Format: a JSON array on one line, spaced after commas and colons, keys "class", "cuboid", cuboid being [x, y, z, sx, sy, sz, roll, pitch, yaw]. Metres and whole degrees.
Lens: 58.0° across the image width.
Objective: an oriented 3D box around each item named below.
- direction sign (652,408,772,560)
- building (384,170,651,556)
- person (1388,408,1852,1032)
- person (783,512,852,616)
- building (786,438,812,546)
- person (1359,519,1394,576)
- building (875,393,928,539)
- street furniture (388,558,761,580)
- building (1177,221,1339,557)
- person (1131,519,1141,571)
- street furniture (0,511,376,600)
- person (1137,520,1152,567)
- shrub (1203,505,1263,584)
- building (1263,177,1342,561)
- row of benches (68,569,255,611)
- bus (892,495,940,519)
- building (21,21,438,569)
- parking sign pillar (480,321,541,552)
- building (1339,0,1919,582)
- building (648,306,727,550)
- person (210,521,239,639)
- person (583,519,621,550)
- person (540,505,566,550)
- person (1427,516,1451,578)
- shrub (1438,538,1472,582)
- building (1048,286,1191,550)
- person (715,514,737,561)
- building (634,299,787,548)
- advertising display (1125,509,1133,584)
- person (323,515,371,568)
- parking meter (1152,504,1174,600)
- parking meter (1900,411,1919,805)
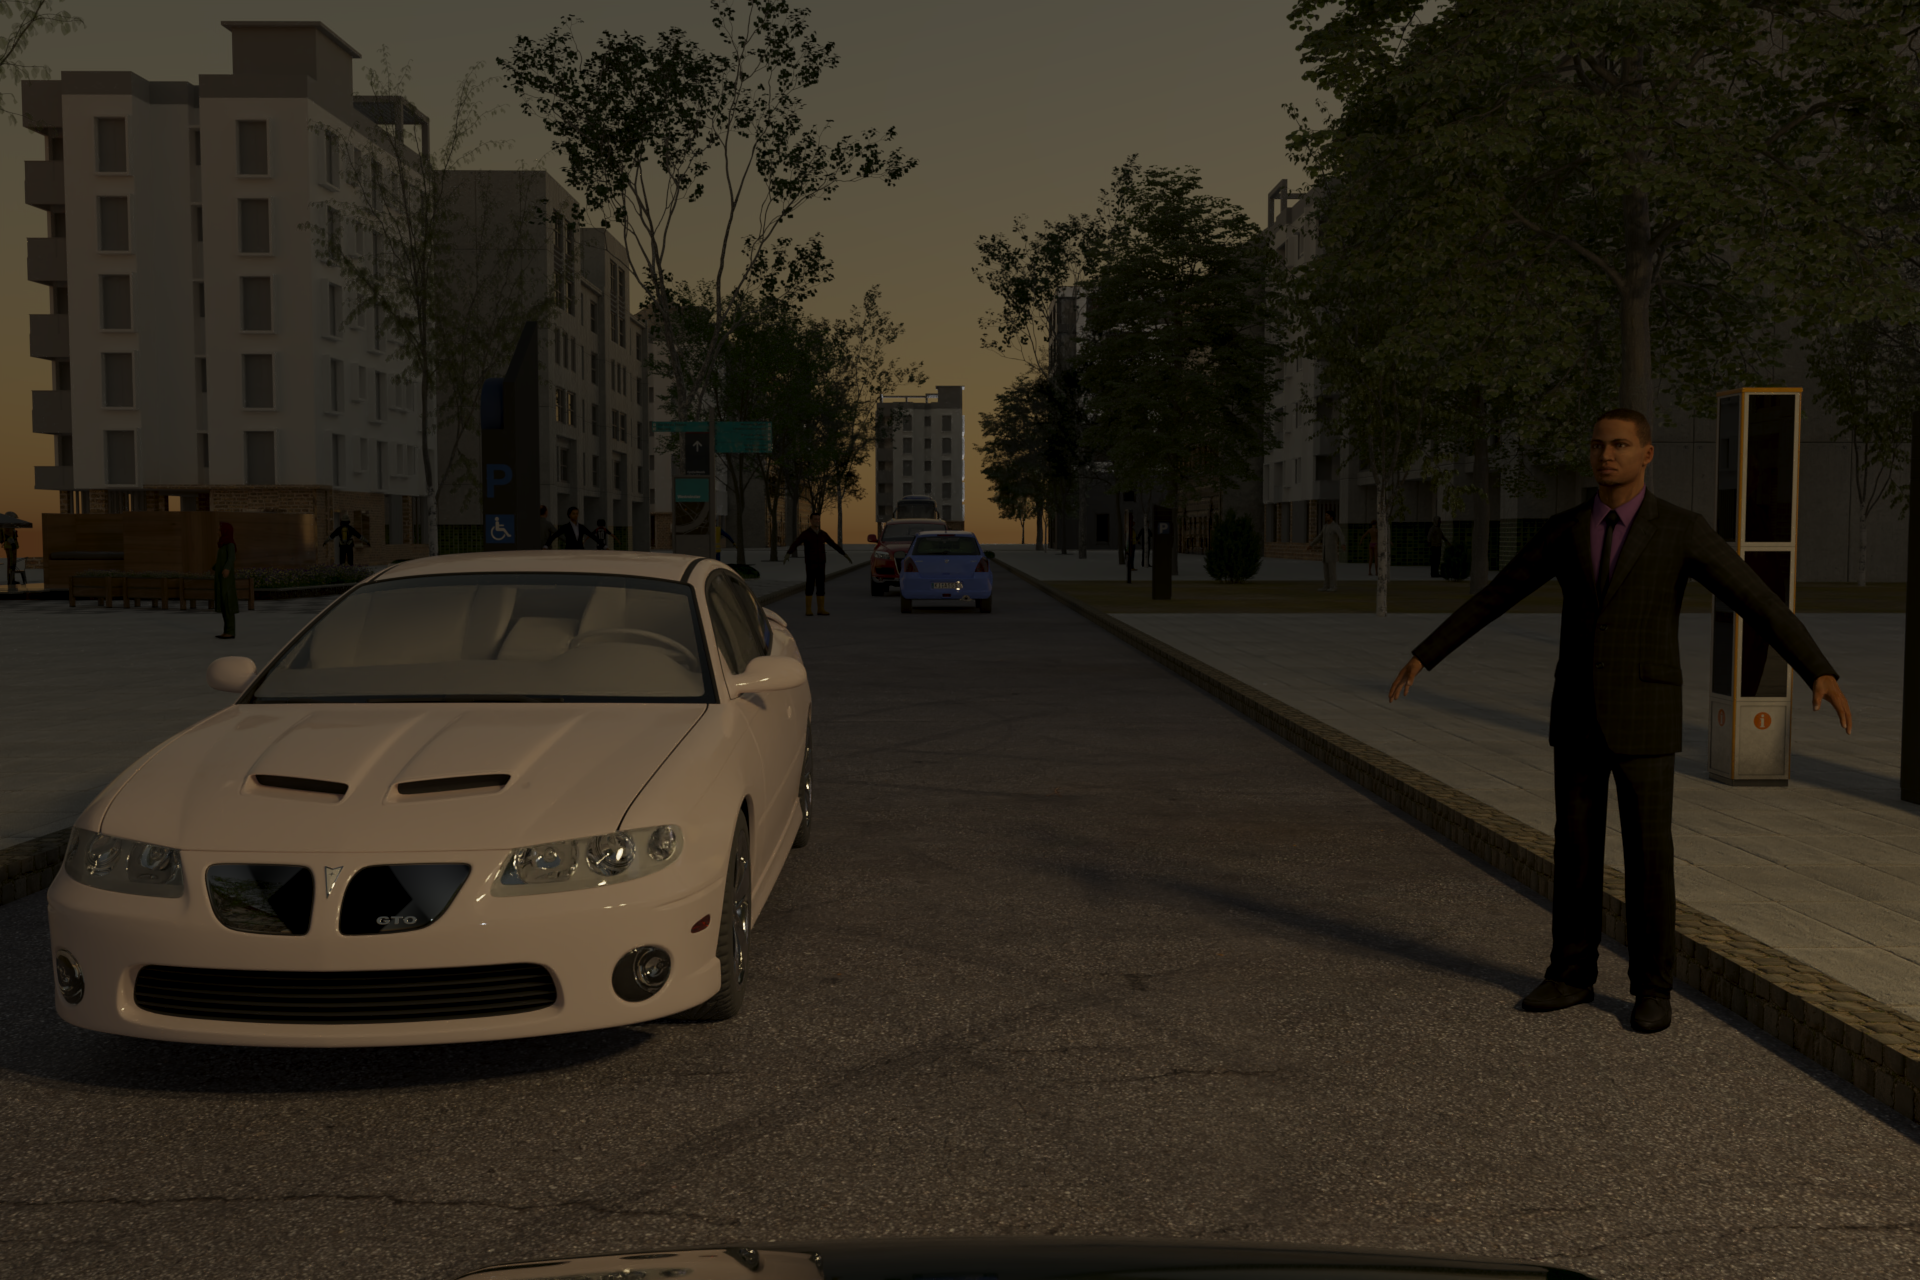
[{"class": "direction sign", "cuboid": [-5.249, -2.965, 37.240, 2.525, 3.948, 1.411, 0, 4, -1]}, {"class": "building", "cuboid": [-28.838, -14.291, 100.111, 16.747, 18.905, 31.486, 0, 4, -1]}, {"class": "person", "cuboid": [1.932, 0.217, 5.138, 1.346, 1.802, 0.704, 3, 5, 41]}, {"class": "person", "cuboid": [-2.527, -1.335, 30.421, 1.346, 1.812, 0.704, -2, 4, -32]}, {"class": "building", "cuboid": [-26.655, -22.222, 194.261, 19.493, 23.208, 18.063, 0, 4, 0]}, {"class": "person", "cuboid": [12.861, -2.862, 53.589, 0.721, 1.733, 1.217, -3, 5, -43]}, {"class": "building", "cuboid": [-10.621, -22.386, 224.885, 11.380, 20.090, 16.016, 0, 4, 2]}, {"class": "street furniture", "cuboid": [-10.673, -1.962, 47.700, 10.072, 0.657, 5.734, 0, 4, 1]}, {"class": "building", "cuboid": [23.869, -16.863, 106.639, 19.493, 23.208, 18.063, 0, 4, -1]}, {"class": "person", "cuboid": [6.011, -3.333, 60.457, 0.705, 1.833, 1.349, 2, 4, 23]}, {"class": "street furniture", "cuboid": [-15.325, -1.844, 36.997, 9.812, 1.723, 11.010, 0, 4, 2]}, {"class": "person", "cuboid": [7.285, -3.769, 67.553, 0.705, 1.837, 1.347, -2, 4, -34]}, {"class": "shrub", "cuboid": [7.085, -2.479, 44.958, 1.690, 2.028, 1.600, 0, 3, 0]}, {"class": "building", "cuboid": [21.793, -14.509, 93.639, 16.016, 20.090, 11.380, 0, 3, 0]}, {"class": "row of benches", "cuboid": [-13.828, -0.876, 29.793, 4.104, 0.672, 1.422, 2, 4, 28]}, {"class": "bus", "cuboid": [-2.721, -7.393, 112.416, 2.896, 3.916, 12.251, 0, 4, 0]}, {"class": "building", "cuboid": [-28.612, -12.780, 65.369, 16.016, 20.090, 11.380, 0, 4, 0]}, {"class": "parking sign pillar", "cuboid": [-5.535, -2.013, 21.385, 1.447, 3.967, 1.447, 0, 4, -1]}, {"class": "building", "cuboid": [25.479, -11.923, 61.400, 16.747, 18.905, 31.486, 0, 4, 0]}, {"class": "building", "cuboid": [-26.062, -17.644, 144.907, 16.016, 20.090, 11.380, 0, 4, -1]}, {"class": "person", "cuboid": [-9.052, -0.734, 21.212, 0.599, 1.438, 0.989, -2, 4, -32]}, {"class": "person", "cuboid": [-13.006, -3.469, 62.862, 1.345, 1.843, 0.704, -1, 4, -8]}, {"class": "person", "cuboid": [-7.402, -1.501, 30.820, 1.348, 1.796, 0.705, 1, 4, 19]}, {"class": "person", "cuboid": [14.054, -2.744, 50.987, 0.705, 1.813, 1.348, 3, 5, 42]}, {"class": "shrub", "cuboid": [13.292, -2.159, 46.409, 1.383, 1.207, 1.383, 0, 3, 0]}, {"class": "building", "cuboid": [21.905, -19.281, 159.222, 27.936, 21.610, 32.646, 0, 4, 0]}, {"class": "person", "cuboid": [-5.868, -2.116, 41.068, 1.216, 1.772, 0.721, -1, 4, -23]}, {"class": "building", "cuboid": [-27.116, -20.629, 168.216, 19.493, 23.208, 18.063, 0, 3, 0]}, {"class": "advertising display", "cuboid": [4.399, -2.441, 45.131, 0.123, 1.923, 0.974, 0, 3, 0]}, {"class": "person", "cuboid": [-18.145, -2.779, 51.208, 1.354, 1.856, 0.705, -1, 4, -11]}, {"class": "parking meter", "cuboid": [3.970, -1.723, 33.877, 0.399, 1.863, 0.255, 0, 4, -2]}, {"class": "parking meter", "cuboid": [4.731, -0.153, 8.205, 0.399, 1.863, 0.255, 0, 4, 0]}]
